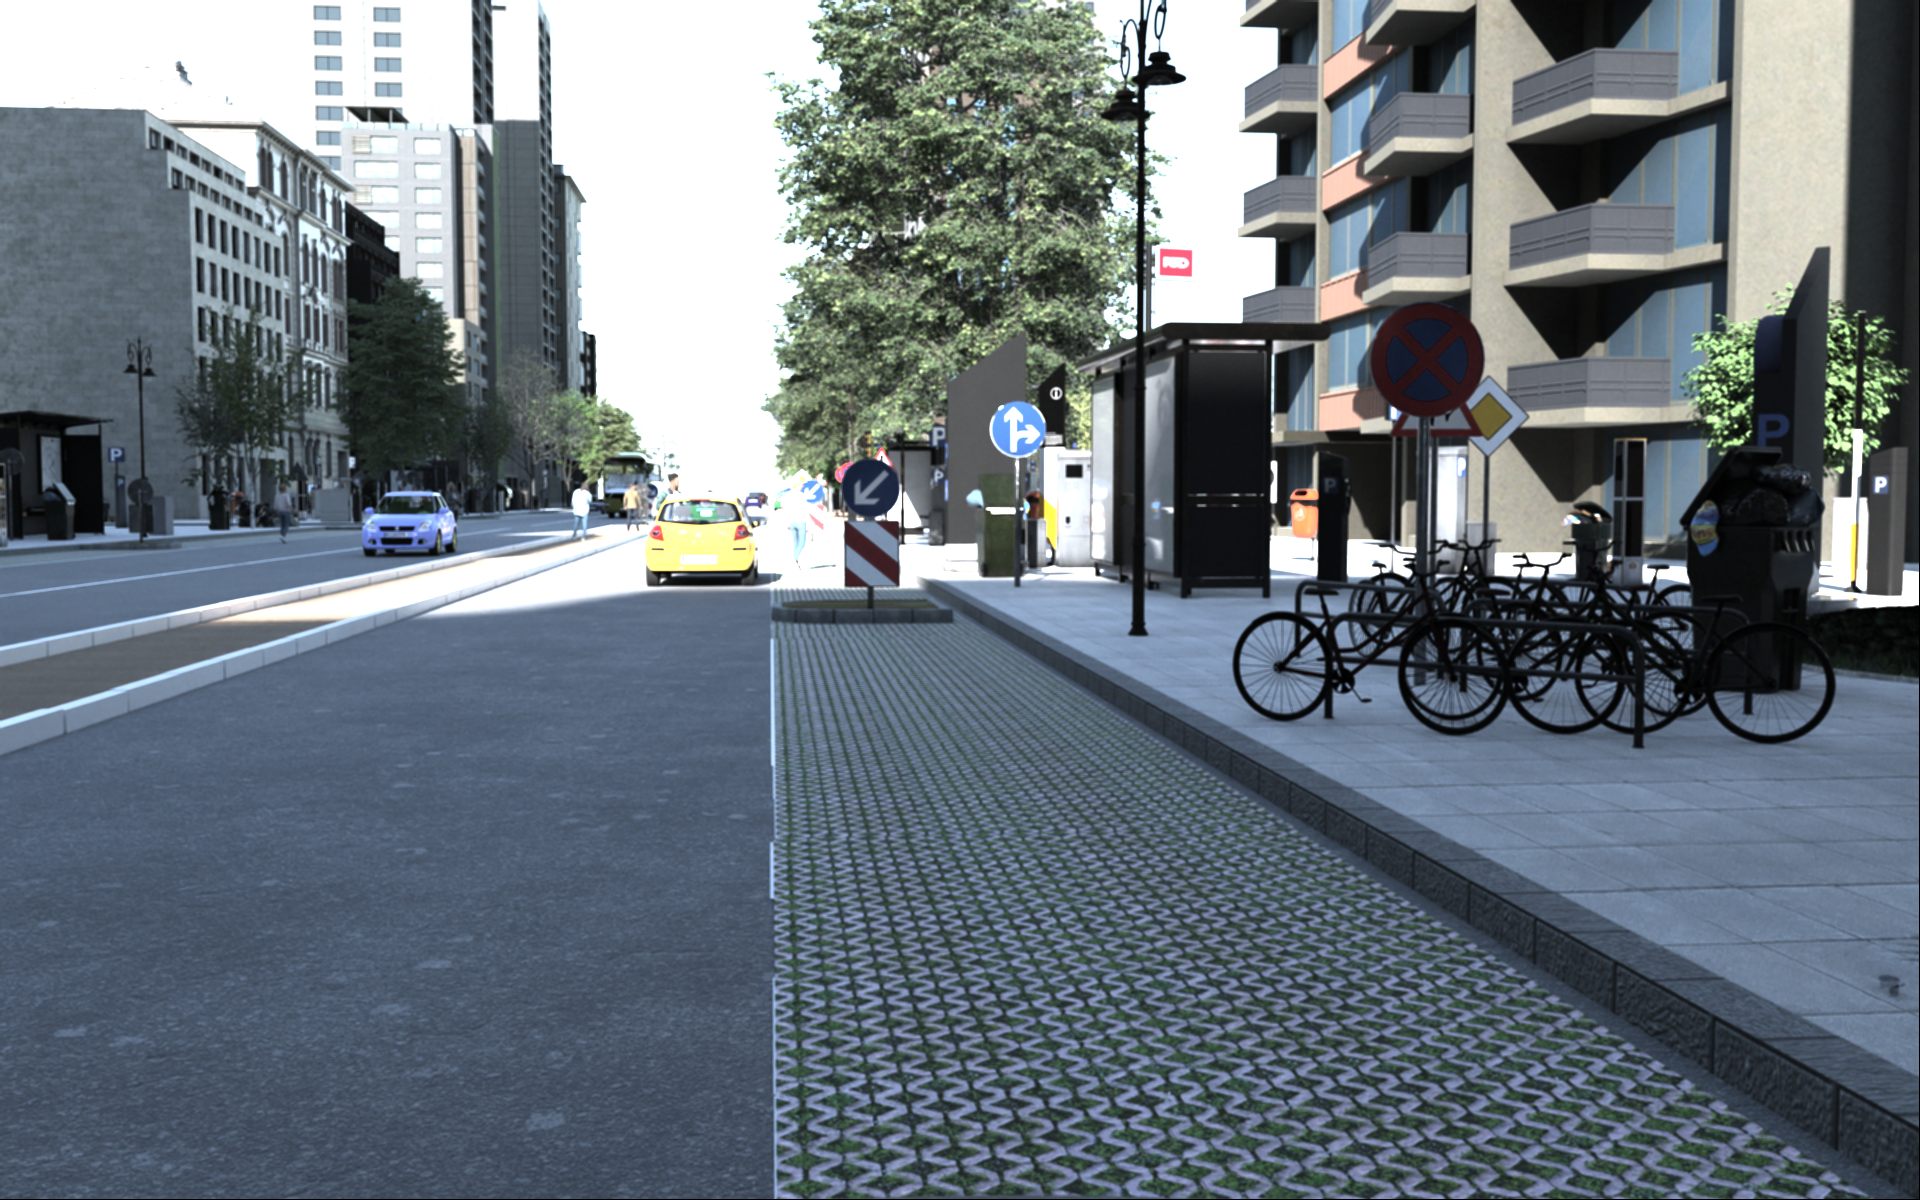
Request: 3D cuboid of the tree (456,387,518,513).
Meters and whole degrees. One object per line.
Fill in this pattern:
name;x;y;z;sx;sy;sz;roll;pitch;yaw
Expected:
tree;-32.100;-10.305;118.843;4.737;8.622;4.395;0;3;0

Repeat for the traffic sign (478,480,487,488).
traffic sign;-33.848;-7.381;122.808;0.606;2.300;0.079;0;4;-2

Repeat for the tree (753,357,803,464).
tree;-23.950;-23.510;240.275;12.611;20.169;13.585;0;3;0

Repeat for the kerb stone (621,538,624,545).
kerb stone;-9.599;-1.612;48.580;0.120;0.150;1.000;0;4;-6

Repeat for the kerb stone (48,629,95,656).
kerb stone;-8.116;0.398;15.689;0.120;0.150;1.000;0;4;-6

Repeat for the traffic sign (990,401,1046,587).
traffic sign;0.796;-1.455;23.903;0.768;2.556;0.104;0;4;-5

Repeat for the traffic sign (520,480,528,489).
traffic sign;-38.150;-9.263;151.551;0.768;2.556;0.104;0;4;-3

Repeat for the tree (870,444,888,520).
tree;-2.637;-3.899;58.347;1.663;3.219;1.824;0;3;0

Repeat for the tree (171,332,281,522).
tree;-32.863;-7.803;77.934;4.360;8.622;3.978;0;3;0

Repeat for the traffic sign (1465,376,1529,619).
traffic sign;5.164;-0.968;17.007;0.795;2.450;0.064;0;4;1

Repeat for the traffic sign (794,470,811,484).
traffic sign;-6.517;-4.153;71.550;0.795;2.450;0.064;0;4;-6

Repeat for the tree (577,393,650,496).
tree;-39.848;-16.924;194.829;7.486;12.596;7.792;0;3;0

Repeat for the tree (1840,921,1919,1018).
tree;2.966;-5.718;3.855;12.009;13.543;11.850;0;3;0

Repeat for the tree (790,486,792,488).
tree;-29.583;-19.046;306.004;1.663;3.219;1.824;0;3;0

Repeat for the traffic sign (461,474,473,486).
traffic sign;-30.835;-6.622;108.379;0.768;2.556;0.104;0;4;-2

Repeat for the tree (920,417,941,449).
tree;-3.393;-10.552;122.881;4.360;8.622;3.978;0;3;0

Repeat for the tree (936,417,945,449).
tree;-0.960;-11.968;146.039;4.737;8.622;4.395;0;3;0

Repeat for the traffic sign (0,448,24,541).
traffic sign;-26.127;-2.907;47.628;0.768;2.556;0.104;0;4;0

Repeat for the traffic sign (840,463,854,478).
traffic sign;-4.449;-4.277;70.040;0.768;2.556;0.104;0;4;-3

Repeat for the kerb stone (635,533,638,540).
kerb stone;-10.153;-1.925;53.671;0.120;0.150;1.000;0;4;-6

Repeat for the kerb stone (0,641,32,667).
kerb stone;-7.999;0.463;14.661;0.120;0.150;1.000;0;4;-6

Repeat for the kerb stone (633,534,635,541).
kerb stone;-10.046;-1.863;52.654;0.120;0.150;1.000;0;4;-6

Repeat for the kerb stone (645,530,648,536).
kerb stone;-10.600;-2.174;57.746;0.120;0.150;1.000;0;4;-6

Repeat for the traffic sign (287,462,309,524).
traffic sign;-26.511;-4.241;69.342;0.884;2.594;0.081;0;4;-1

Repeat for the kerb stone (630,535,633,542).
kerb stone;-9.934;-1.794;51.638;0.120;0.150;1.000;0;4;-6

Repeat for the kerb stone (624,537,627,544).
kerb stone;-9.709;-1.676;49.602;0.120;0.150;1.000;0;4;-6

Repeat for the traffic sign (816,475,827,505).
traffic sign;-8.145;-6.276;102.713;0.768;2.556;0.104;0;4;-5

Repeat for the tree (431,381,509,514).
tree;-31.100;-9.896;112.164;4.360;8.622;3.978;0;3;0

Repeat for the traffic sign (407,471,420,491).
traffic sign;-30.255;-5.855;95.827;0.768;2.556;0.104;0;4;-2

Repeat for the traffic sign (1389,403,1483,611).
traffic sign;4.413;-0.986;16.132;0.884;2.594;0.081;0;4;-5

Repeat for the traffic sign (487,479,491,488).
traffic sign;-33.817;-7.506;123.901;0.795;2.450;0.064;0;4;-3

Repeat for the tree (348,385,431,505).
tree;-38.543;-10.160;116.485;4.360;8.622;3.978;0;3;0

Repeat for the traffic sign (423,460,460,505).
traffic sign;-31.068;-6.720;103.750;2.265;3.308;0.079;0;4;3

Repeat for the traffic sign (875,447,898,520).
traffic sign;-2.154;-2.920;47.738;0.884;2.594;0.081;0;4;2

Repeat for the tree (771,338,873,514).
tree;-8.485;-11.903;112.737;7.486;12.596;7.792;0;3;0

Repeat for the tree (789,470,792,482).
tree;-10.211;-9.134;133.059;4.285;4.588;4.351;0;3;0

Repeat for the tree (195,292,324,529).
tree;-25.910;-6.929;63.659;4.737;8.622;4.395;0;3;0

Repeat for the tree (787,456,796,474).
tree;-19.758;-16.394;218.409;4.737;8.622;4.395;0;3;0

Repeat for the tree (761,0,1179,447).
tree;0.282;-7.956;36.737;9.857;13.997;8.962;0;3;0

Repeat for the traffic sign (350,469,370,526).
traffic sign;-24.109;-4.037;69.653;0.795;2.450;0.064;0;4;-6

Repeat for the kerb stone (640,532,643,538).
kerb stone;-10.375;-2.050;55.710;0.120;0.150;1.000;0;4;-6

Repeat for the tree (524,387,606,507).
tree;-38.372;-14.877;168.994;9.928;11.665;9.643;0;3;0

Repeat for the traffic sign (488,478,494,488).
traffic sign;-35.544;-8.015;131.148;0.768;2.556;0.104;0;4;3

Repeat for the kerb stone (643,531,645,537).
kerb stone;-10.492;-2.112;56.728;0.120;0.150;1.000;0;4;-6

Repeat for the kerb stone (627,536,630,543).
kerb stone;-9.829;-1.733;50.621;0.120;0.150;1.000;0;4;-6

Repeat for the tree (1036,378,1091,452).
tree;7.260;-9.497;105.646;4.737;8.622;4.395;0;3;0

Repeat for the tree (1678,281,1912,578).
tree;12.932;-2.641;26.899;4.285;4.588;4.351;0;3;0

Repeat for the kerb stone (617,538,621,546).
kerb stone;-9.488;-1.547;47.550;0.120;0.150;1.000;0;4;-6

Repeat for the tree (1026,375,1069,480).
tree;3.186;-8.582;90.672;4.360;8.622;3.978;0;3;0

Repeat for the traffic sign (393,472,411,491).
traffic sign;-24.977;-4.523;77.591;0.795;2.450;0.064;0;4;-6

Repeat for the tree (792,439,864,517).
tree;-6.589;-7.020;98.499;4.285;4.588;4.351;0;3;0

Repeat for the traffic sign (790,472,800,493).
traffic sign;-7.385;-4.639;79.488;0.795;2.450;0.064;0;4;-6

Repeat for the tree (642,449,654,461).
tree;-49.980;-19.827;274.540;4.737;8.622;4.395;0;3;0

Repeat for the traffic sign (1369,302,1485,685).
traffic sign;3.095;-0.702;11.580;0.768;2.556;0.104;0;4;-1

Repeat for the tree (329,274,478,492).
tree;-28.727;-10.496;89.738;7.486;12.596;7.792;0;3;0

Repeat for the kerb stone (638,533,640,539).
kerb stone;-10.269;-1.987;54.687;0.120;0.150;1.000;0;4;-6
